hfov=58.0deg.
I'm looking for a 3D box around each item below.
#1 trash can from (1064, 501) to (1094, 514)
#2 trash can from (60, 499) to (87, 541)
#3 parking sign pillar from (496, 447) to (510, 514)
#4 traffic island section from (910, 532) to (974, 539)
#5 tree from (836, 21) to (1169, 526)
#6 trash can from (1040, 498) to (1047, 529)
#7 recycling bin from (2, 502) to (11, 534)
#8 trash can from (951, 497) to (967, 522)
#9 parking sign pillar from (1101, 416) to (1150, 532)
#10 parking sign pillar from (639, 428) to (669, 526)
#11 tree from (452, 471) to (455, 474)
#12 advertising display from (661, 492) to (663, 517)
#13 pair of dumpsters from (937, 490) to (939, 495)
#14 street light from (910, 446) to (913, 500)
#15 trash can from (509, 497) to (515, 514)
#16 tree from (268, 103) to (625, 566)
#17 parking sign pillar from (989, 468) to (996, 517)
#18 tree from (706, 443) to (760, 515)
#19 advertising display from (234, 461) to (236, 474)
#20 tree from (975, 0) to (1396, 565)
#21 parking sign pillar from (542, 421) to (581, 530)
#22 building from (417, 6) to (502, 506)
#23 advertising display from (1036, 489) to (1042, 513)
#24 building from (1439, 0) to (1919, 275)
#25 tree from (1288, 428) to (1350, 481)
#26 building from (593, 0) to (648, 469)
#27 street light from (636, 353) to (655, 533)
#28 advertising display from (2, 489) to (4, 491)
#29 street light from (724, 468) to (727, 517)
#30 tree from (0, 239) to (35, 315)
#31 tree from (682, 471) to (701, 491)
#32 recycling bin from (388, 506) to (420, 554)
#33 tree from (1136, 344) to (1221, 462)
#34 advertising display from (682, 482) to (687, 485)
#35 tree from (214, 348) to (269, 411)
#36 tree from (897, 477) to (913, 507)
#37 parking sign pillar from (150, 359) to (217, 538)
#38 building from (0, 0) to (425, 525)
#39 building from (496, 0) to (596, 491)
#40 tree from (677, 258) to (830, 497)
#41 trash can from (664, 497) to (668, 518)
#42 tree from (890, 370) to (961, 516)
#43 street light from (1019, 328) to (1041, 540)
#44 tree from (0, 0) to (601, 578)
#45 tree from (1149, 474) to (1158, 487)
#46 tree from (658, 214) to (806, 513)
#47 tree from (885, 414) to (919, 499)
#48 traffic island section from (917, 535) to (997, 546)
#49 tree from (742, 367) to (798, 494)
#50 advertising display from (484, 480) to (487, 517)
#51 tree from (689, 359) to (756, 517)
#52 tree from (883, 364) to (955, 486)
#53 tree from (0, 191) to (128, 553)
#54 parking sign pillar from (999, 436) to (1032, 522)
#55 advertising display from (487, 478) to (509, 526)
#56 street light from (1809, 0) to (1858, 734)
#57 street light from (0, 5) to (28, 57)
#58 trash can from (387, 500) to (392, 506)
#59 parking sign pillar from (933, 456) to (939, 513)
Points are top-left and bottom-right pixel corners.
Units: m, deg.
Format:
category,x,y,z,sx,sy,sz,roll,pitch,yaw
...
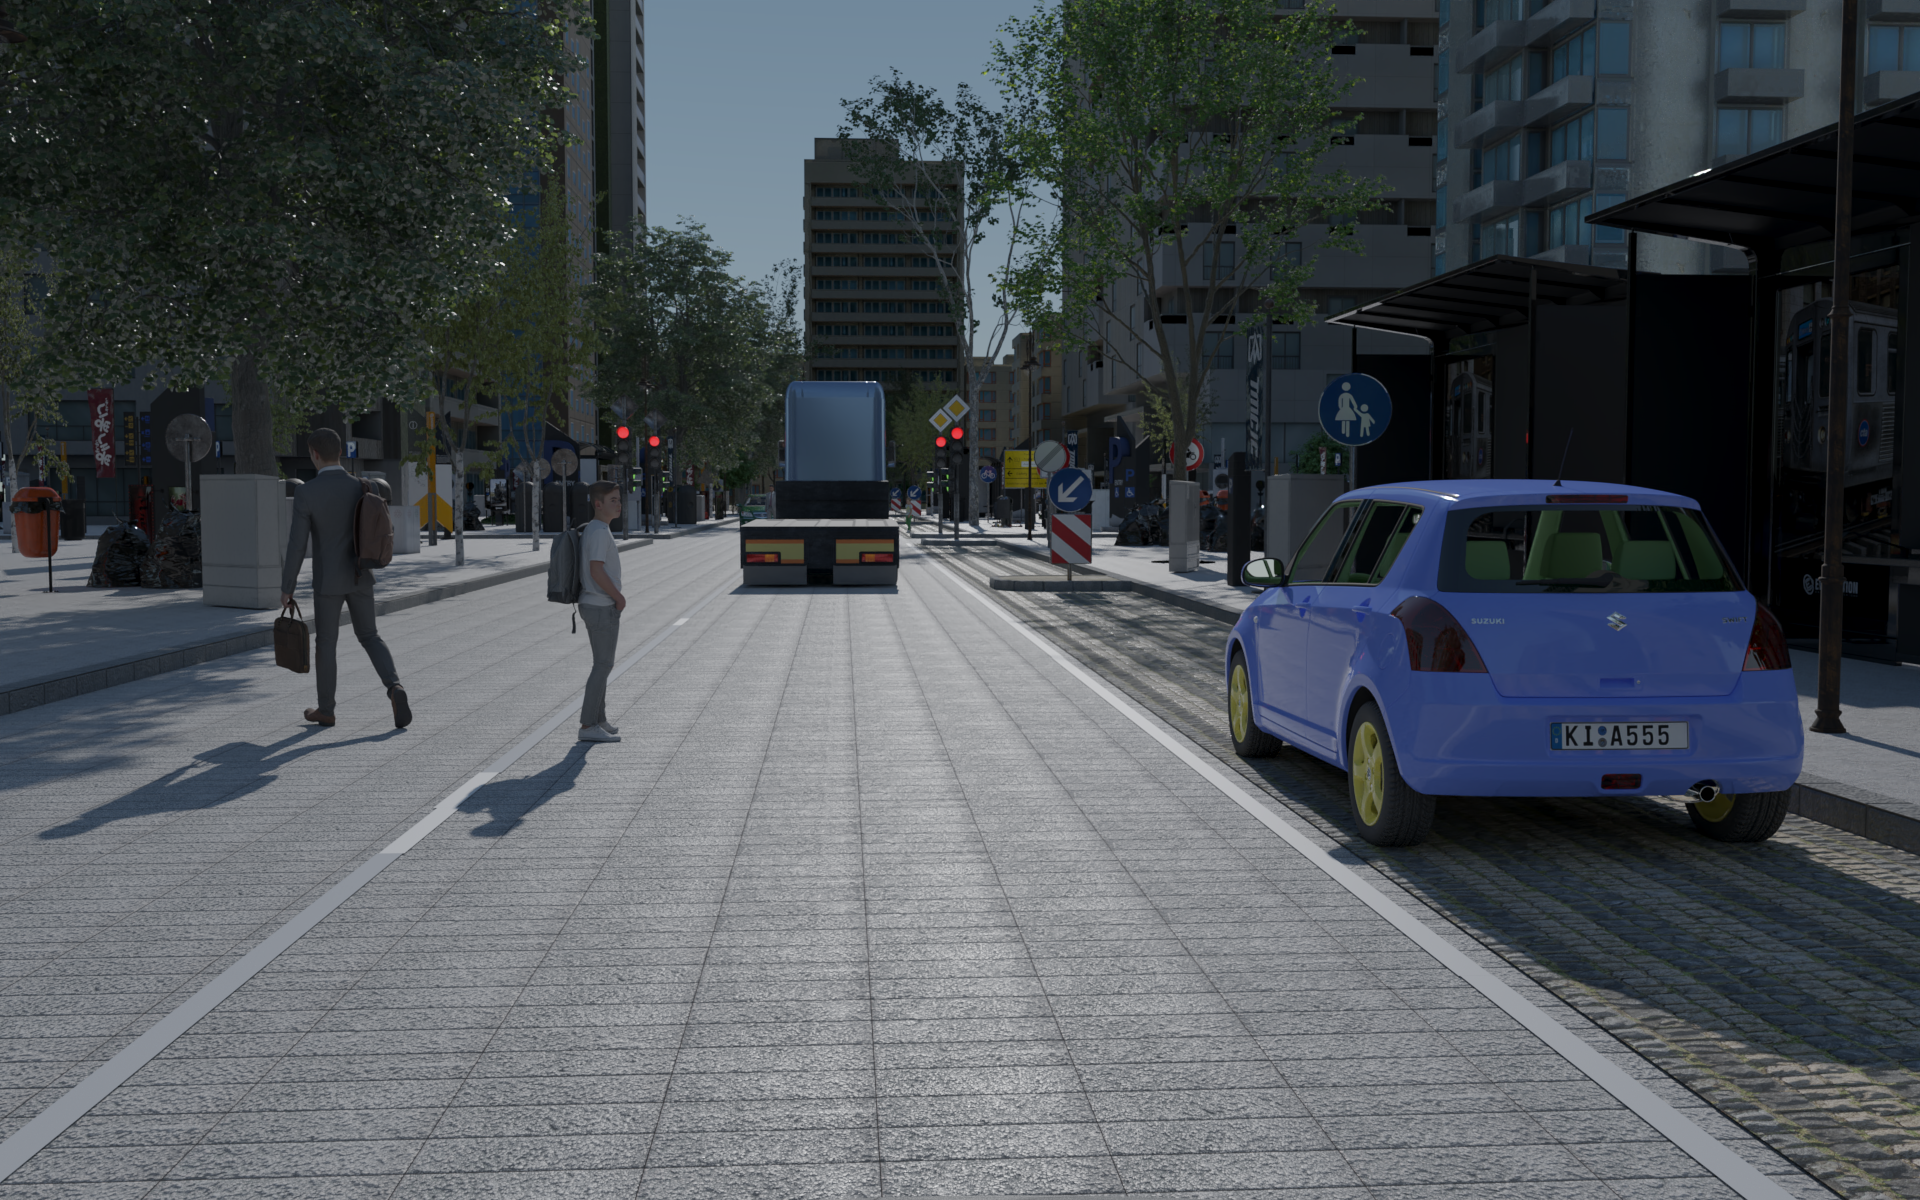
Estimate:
category,x,y,z,sx,sy,sz,roll,pitch,yaw
trash can,2.628,-1.642,38.498,0.748,1.137,0.748,0,3,0
trash can,-24.532,-2.215,47.875,0.748,1.137,0.748,0,3,0
parking sign pillar,-24.252,-6.331,91.992,1.447,3.967,1.447,0,4,-1
traffic island section,-0.618,-2.117,56.901,2.009,0.180,2.903,0,4,-4
tree,1.830,-13.039,69.078,12.611,20.169,13.585,0,3,0
trash can,3.314,-3.201,63.988,0.748,1.137,0.748,0,3,0
recycling bin,-30.364,-2.653,55.930,0.722,1.027,0.722,0,4,7
trash can,-0.066,-4.678,88.146,0.748,1.137,0.748,0,3,0
parking sign pillar,5.518,-4.304,58.847,1.447,3.967,1.447,-1,4,-18
parking sign pillar,-12.633,-5.023,70.592,1.447,3.967,1.447,1,4,14
tree,-24.038,-5.213,79.837,1.663,3.219,1.824,0,3,0
advertising display,-17.286,-5.688,98.209,0.974,1.923,0.123,-3,4,-37
pair of dumpsters,-0.501,-6.455,108.037,1.574,2.255,4.437,0,4,-4
street light,-3.712,-9.710,131.545,0.468,5.910,1.993,0,4,-4
trash can,-20.503,-4.187,80.106,0.748,1.137,0.748,0,3,0
tree,-8.916,-4.938,31.104,4.737,8.622,4.395,0,3,0
parking sign pillar,2.251,-6.682,97.721,1.447,3.967,1.447,1,4,16
tree,-14.261,-7.603,108.021,4.285,4.588,4.351,0,3,0
advertising display,-13.538,-1.710,33.171,0.123,1.923,0.974,1,4,12
tree,4.138,-6.493,31.910,9.928,11.665,9.643,0,3,0
parking sign pillar,-14.401,-4.533,62.585,1.447,3.967,1.447,0,4,-2
building,-41.897,-29.651,108.488,21.300,48.544,21.600,0,4,-4
advertising display,5.255,-6.931,118.534,0.123,1.923,0.974,-3,4,-39
building,38.455,-28.265,81.749,30.456,49.044,23.786,0,4,-4
tree,17.215,-5.972,81.348,4.285,4.588,4.351,0,3,0
building,-47.176,-39.009,179.803,28.212,58.520,21.231,0,4,-4
street light,-10.315,-5.146,56.924,0.468,5.910,1.993,0,4,-4
advertising display,-70.291,-7.464,127.246,0.123,1.923,0.974,-2,4,-32
street light,-13.048,-7.541,96.076,0.468,5.910,1.993,0,4,-4
tree,-17.808,-4.775,28.433,4.737,8.622,4.395,0,3,0
tree,-19.889,-8.152,127.881,1.663,3.219,1.824,0,3,0
recycling bin,-12.130,-1.517,37.359,0.722,1.027,0.722,0,4,8
tree,10.807,-8.178,84.081,4.360,8.622,3.978,0,3,0
advertising display,-15.071,-5.458,94.459,0.974,1.923,0.123,0,4,-6
tree,-26.305,-7.057,65.739,4.737,8.622,4.395,0,3,0
tree,-5.519,-10.962,173.824,1.663,3.219,1.824,0,3,0
parking sign pillar,-15.650,-2.842,34.934,1.447,3.967,1.447,1,4,21
building,-32.509,-18.623,76.180,14.160,30.474,14.107,0,4,-4
building,-36.870,-29.730,136.193,14.600,45.320,14.200,0,4,-4
tree,-15.372,-17.240,137.761,12.611,20.169,13.585,0,3,0
trash can,-15.548,-4.979,93.065,0.748,1.137,0.748,0,3,0
tree,-1.897,-9.290,102.254,4.737,8.622,4.395,0,3,0
street light,1.953,-4.618,48.295,0.468,5.910,1.993,0,4,-4
tree,-8.762,-7.010,21.265,9.857,13.997,8.962,0,3,0
tree,9.134,-5.769,88.918,1.663,3.219,1.824,0,3,0
tree,-12.845,-10.544,79.047,9.857,13.997,8.962,0,3,0
tree,-7.691,-17.792,209.021,7.486,12.596,7.792,0,3,0
traffic island section,-0.075,-1.630,48.934,2.009,0.180,2.903,0,4,-4
tree,-17.264,-14.776,151.965,12.009,13.543,11.850,0,3,0
advertising display,-21.549,-4.586,80.190,0.974,1.923,0.123,-3,5,-45
tree,-12.955,-8.641,91.649,4.360,8.622,3.978,0,3,0
tree,-3.358,-11.567,123.540,8.767,10.594,7.601,-3,5,-44
tree,-20.304,-5.326,37.443,4.360,8.622,3.978,0,3,0
parking sign pillar,2.787,-5.643,80.742,1.447,3.967,1.447,2,4,27
advertising display,-18.634,-3.966,70.059,0.974,1.923,0.123,2,4,31
street light,4.689,-2.226,9.179,0.468,5.910,1.993,0,4,-4
street light,-7.395,-2.444,12.741,0.468,5.910,1.993,0,4,-4
trash can,-13.383,-1.711,39.633,0.748,1.137,0.748,0,3,0
parking sign pillar,-1.542,-7.898,117.606,1.447,3.967,1.447,1,4,8
